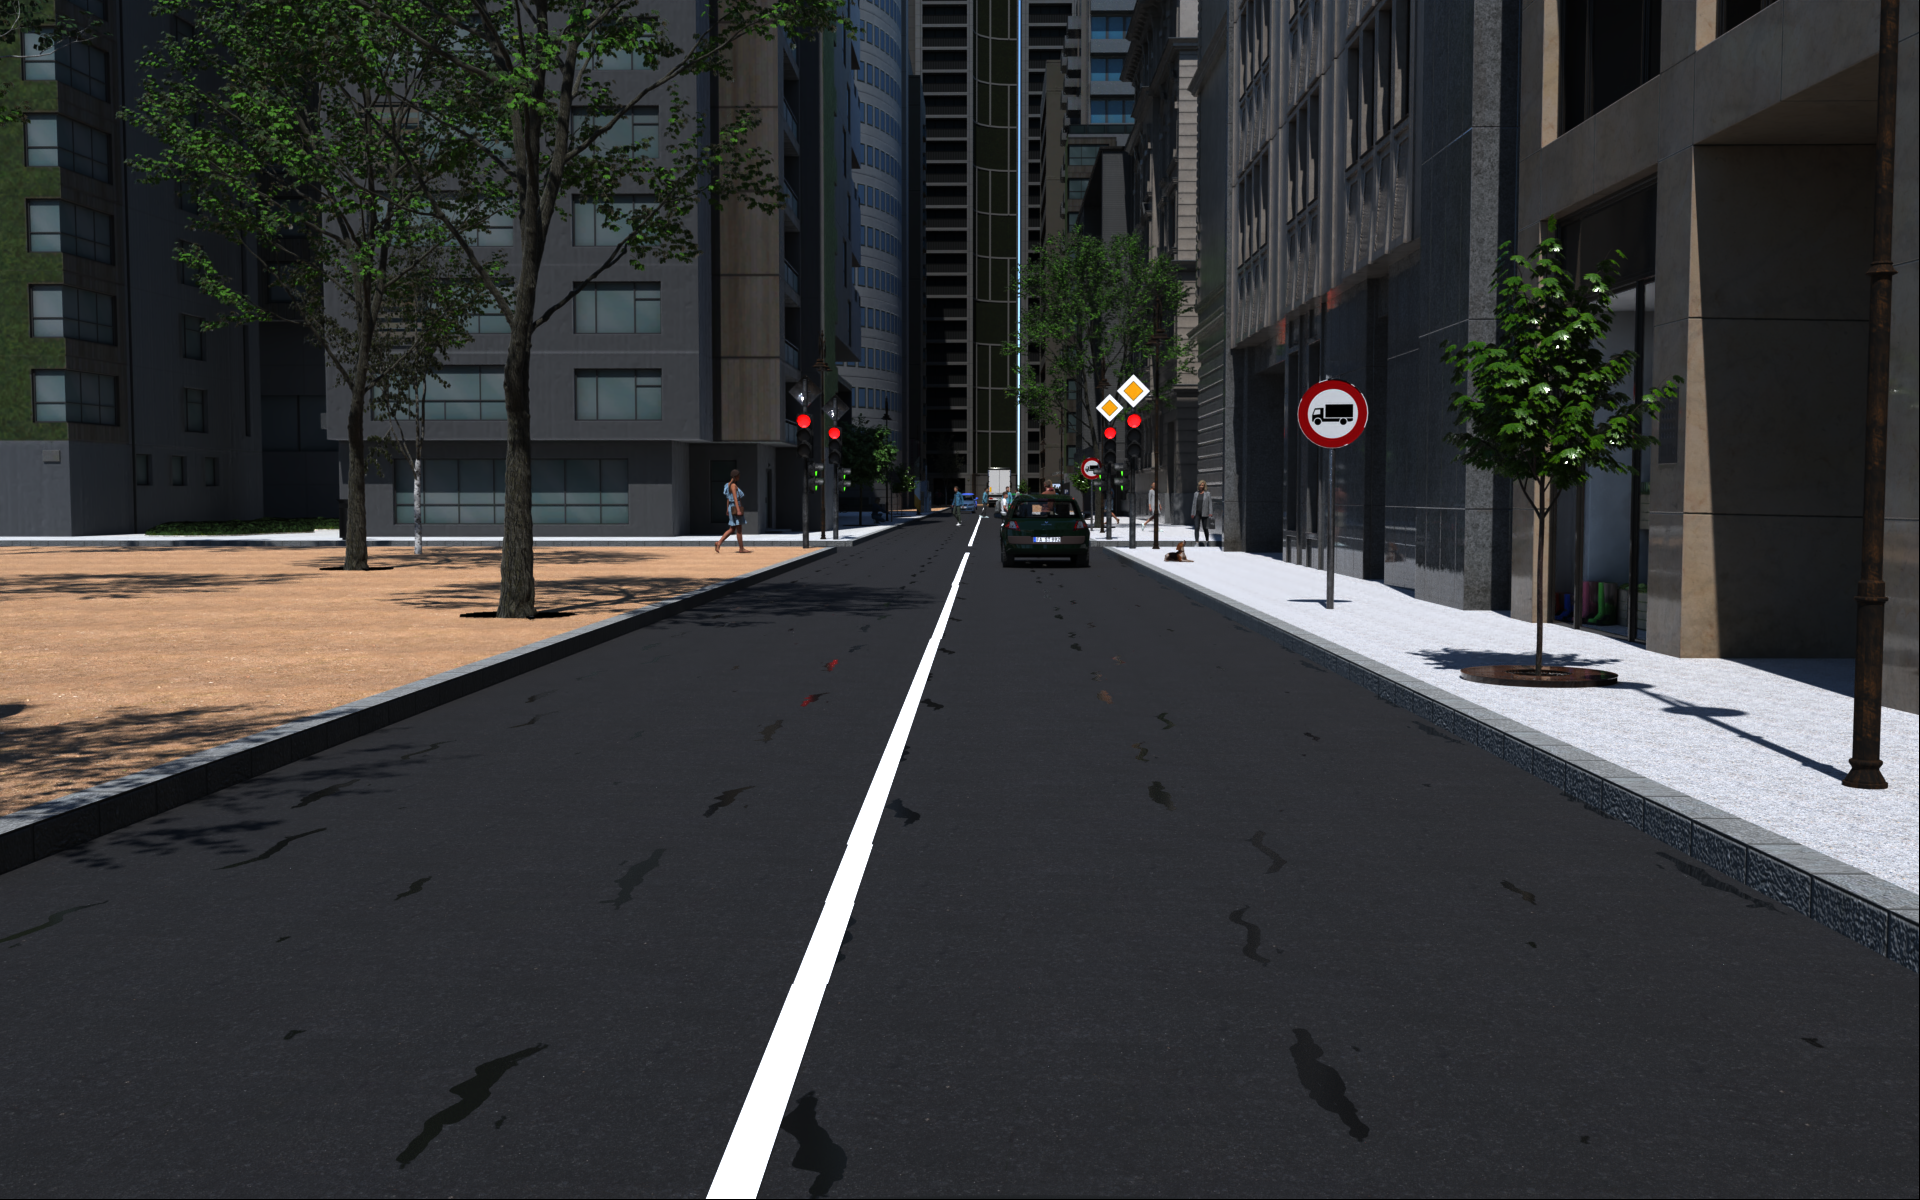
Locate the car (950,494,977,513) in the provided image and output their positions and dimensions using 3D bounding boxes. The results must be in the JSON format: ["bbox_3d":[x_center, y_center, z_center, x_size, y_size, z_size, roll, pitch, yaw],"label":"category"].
[{"bbox_3d":[0.276,-7.179,129.375,2.014,1.417,4.499,0,4,2],"label":"car"}]

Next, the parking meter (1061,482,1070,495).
[{"bbox_3d":[5.134,-4.813,84.411,0.399,1.863,0.255,-1,4,-11],"label":"parking meter"}]

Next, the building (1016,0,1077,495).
[{"bbox_3d":[17.919,-47.699,218.128,20.611,71.187,20.563,0,4,1],"label":"building"}]

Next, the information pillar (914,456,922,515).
[{"bbox_3d":[-2.594,-7.029,106.270,0.504,3.616,0.183,3,5,45],"label":"information pillar"}]

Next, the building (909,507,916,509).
[{"bbox_3d":[-14.014,-44.218,161.221,20.563,71.187,20.611,0,4,1],"label":"building"}]

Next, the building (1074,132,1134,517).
[{"bbox_3d":[14.998,-17.714,108.685,14.314,24.678,30.058,0,4,1],"label":"building"}]

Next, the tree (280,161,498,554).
[{"bbox_3d":[-11.788,-5.285,36.765,4.360,8.622,3.978,0,3,0],"label":"tree"}]

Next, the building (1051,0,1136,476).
[{"bbox_3d":[20.668,-33.064,160.211,23.786,49.044,30.456,0,4,1],"label":"building"}]

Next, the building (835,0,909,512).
[{"bbox_3d":[-15.218,-36.406,137.242,21.231,58.520,28.212,0,4,1],"label":"building"}]

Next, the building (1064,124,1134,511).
[{"bbox_3d":[15.295,-22.432,138.457,14.160,30.474,14.107,0,4,1],"label":"building"}]

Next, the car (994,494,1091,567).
[{"bbox_3d":[1.693,-1.554,35.201,2.009,1.686,4.222,0,4,1],"label":"car"}]

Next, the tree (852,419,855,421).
[{"bbox_3d":[-9.082,-9.737,109.566,4.360,8.622,3.978,0,3,0],"label":"tree"}]

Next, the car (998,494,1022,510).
[{"bbox_3d":[3.601,-6.717,118.613,1.959,1.807,4.718,0,4,0],"label":"car"}]

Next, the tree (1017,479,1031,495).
[{"bbox_3d":[7.412,-12.495,198.889,1.663,3.219,1.824,0,3,0],"label":"tree"}]

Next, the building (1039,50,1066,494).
[{"bbox_3d":[19.556,-34.408,186.274,21.300,48.544,21.600,0,4,1],"label":"building"}]

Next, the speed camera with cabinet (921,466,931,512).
[{"bbox_3d":[-2.442,-7.769,121.360,0.660,3.252,2.038,0,4,7],"label":"speed camera with cabinet"}]

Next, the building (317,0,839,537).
[{"bbox_3d":[-11.650,-22.807,56.487,14.154,41.232,14.086,0,4,1],"label":"building"}]

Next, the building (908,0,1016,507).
[{"bbox_3d":[-2.916,-47.734,218.698,20.611,71.187,20.563,0,4,1],"label":"building"}]

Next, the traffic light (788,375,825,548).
[{"bbox_3d":[-3.621,-3.171,40.769,0.839,4.253,0.868,0,4,1],"label":"traffic light"}]

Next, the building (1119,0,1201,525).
[{"bbox_3d":[15.211,-17.993,81.573,14.401,28.519,23.554,0,4,1],"label":"building"}]

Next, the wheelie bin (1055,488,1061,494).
[{"bbox_3d":[5.267,-5.298,94.522,0.693,1.594,0.980,-1,4,-11],"label":"wheelie bin"}]

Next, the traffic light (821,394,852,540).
[{"bbox_3d":[-3.487,-3.659,48.753,0.839,4.253,0.868,0,4,1],"label":"traffic light"}]

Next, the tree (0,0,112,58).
[{"bbox_3d":[-22.272,-10.835,33.046,12.611,20.169,13.585,0,3,0],"label":"tree"}]

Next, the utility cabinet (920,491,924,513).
[{"bbox_3d":[-2.688,-6.719,118.540,0.318,1.500,1.173,1,4,10],"label":"utility cabinet"}]

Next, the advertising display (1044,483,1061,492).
[{"bbox_3d":[5.334,-5.775,99.638,0.974,1.923,0.123,-1,4,-14],"label":"advertising display"}]

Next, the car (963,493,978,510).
[{"bbox_3d":[0.705,-9.091,158.231,1.945,1.707,3.694,0,4,1],"label":"car"}]

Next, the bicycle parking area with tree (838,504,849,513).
[{"bbox_3d":[-12.334,-8.129,119.917,9.016,4.147,8.231,0,4,-7],"label":"bicycle parking area with tree"}]

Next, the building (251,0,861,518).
[{"bbox_3d":[-19.078,-30.322,85.000,28.713,52.752,27.495,0,4,1],"label":"building"}]

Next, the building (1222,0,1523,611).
[{"bbox_3d":[11.718,-12.851,28.138,12.078,24.808,19.932,0,4,1],"label":"building"}]

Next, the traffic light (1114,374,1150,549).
[{"bbox_3d":[4.039,-3.164,40.657,0.839,4.253,0.868,0,4,1],"label":"traffic light"}]

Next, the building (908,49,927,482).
[{"bbox_3d":[-14.571,-34.440,186.797,21.600,48.544,21.300,0,4,1],"label":"building"}]

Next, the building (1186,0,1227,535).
[{"bbox_3d":[17.387,-13.824,54.899,19.941,23.489,11.050,0,4,1],"label":"building"}]

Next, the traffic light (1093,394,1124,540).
[{"bbox_3d":[4.173,-3.653,48.641,0.839,4.253,0.868,0,4,1],"label":"traffic light"}]

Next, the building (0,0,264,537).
[{"bbox_3d":[-33.445,-22.896,57.944,14.086,41.232,14.154,0,4,1],"label":"building"}]
